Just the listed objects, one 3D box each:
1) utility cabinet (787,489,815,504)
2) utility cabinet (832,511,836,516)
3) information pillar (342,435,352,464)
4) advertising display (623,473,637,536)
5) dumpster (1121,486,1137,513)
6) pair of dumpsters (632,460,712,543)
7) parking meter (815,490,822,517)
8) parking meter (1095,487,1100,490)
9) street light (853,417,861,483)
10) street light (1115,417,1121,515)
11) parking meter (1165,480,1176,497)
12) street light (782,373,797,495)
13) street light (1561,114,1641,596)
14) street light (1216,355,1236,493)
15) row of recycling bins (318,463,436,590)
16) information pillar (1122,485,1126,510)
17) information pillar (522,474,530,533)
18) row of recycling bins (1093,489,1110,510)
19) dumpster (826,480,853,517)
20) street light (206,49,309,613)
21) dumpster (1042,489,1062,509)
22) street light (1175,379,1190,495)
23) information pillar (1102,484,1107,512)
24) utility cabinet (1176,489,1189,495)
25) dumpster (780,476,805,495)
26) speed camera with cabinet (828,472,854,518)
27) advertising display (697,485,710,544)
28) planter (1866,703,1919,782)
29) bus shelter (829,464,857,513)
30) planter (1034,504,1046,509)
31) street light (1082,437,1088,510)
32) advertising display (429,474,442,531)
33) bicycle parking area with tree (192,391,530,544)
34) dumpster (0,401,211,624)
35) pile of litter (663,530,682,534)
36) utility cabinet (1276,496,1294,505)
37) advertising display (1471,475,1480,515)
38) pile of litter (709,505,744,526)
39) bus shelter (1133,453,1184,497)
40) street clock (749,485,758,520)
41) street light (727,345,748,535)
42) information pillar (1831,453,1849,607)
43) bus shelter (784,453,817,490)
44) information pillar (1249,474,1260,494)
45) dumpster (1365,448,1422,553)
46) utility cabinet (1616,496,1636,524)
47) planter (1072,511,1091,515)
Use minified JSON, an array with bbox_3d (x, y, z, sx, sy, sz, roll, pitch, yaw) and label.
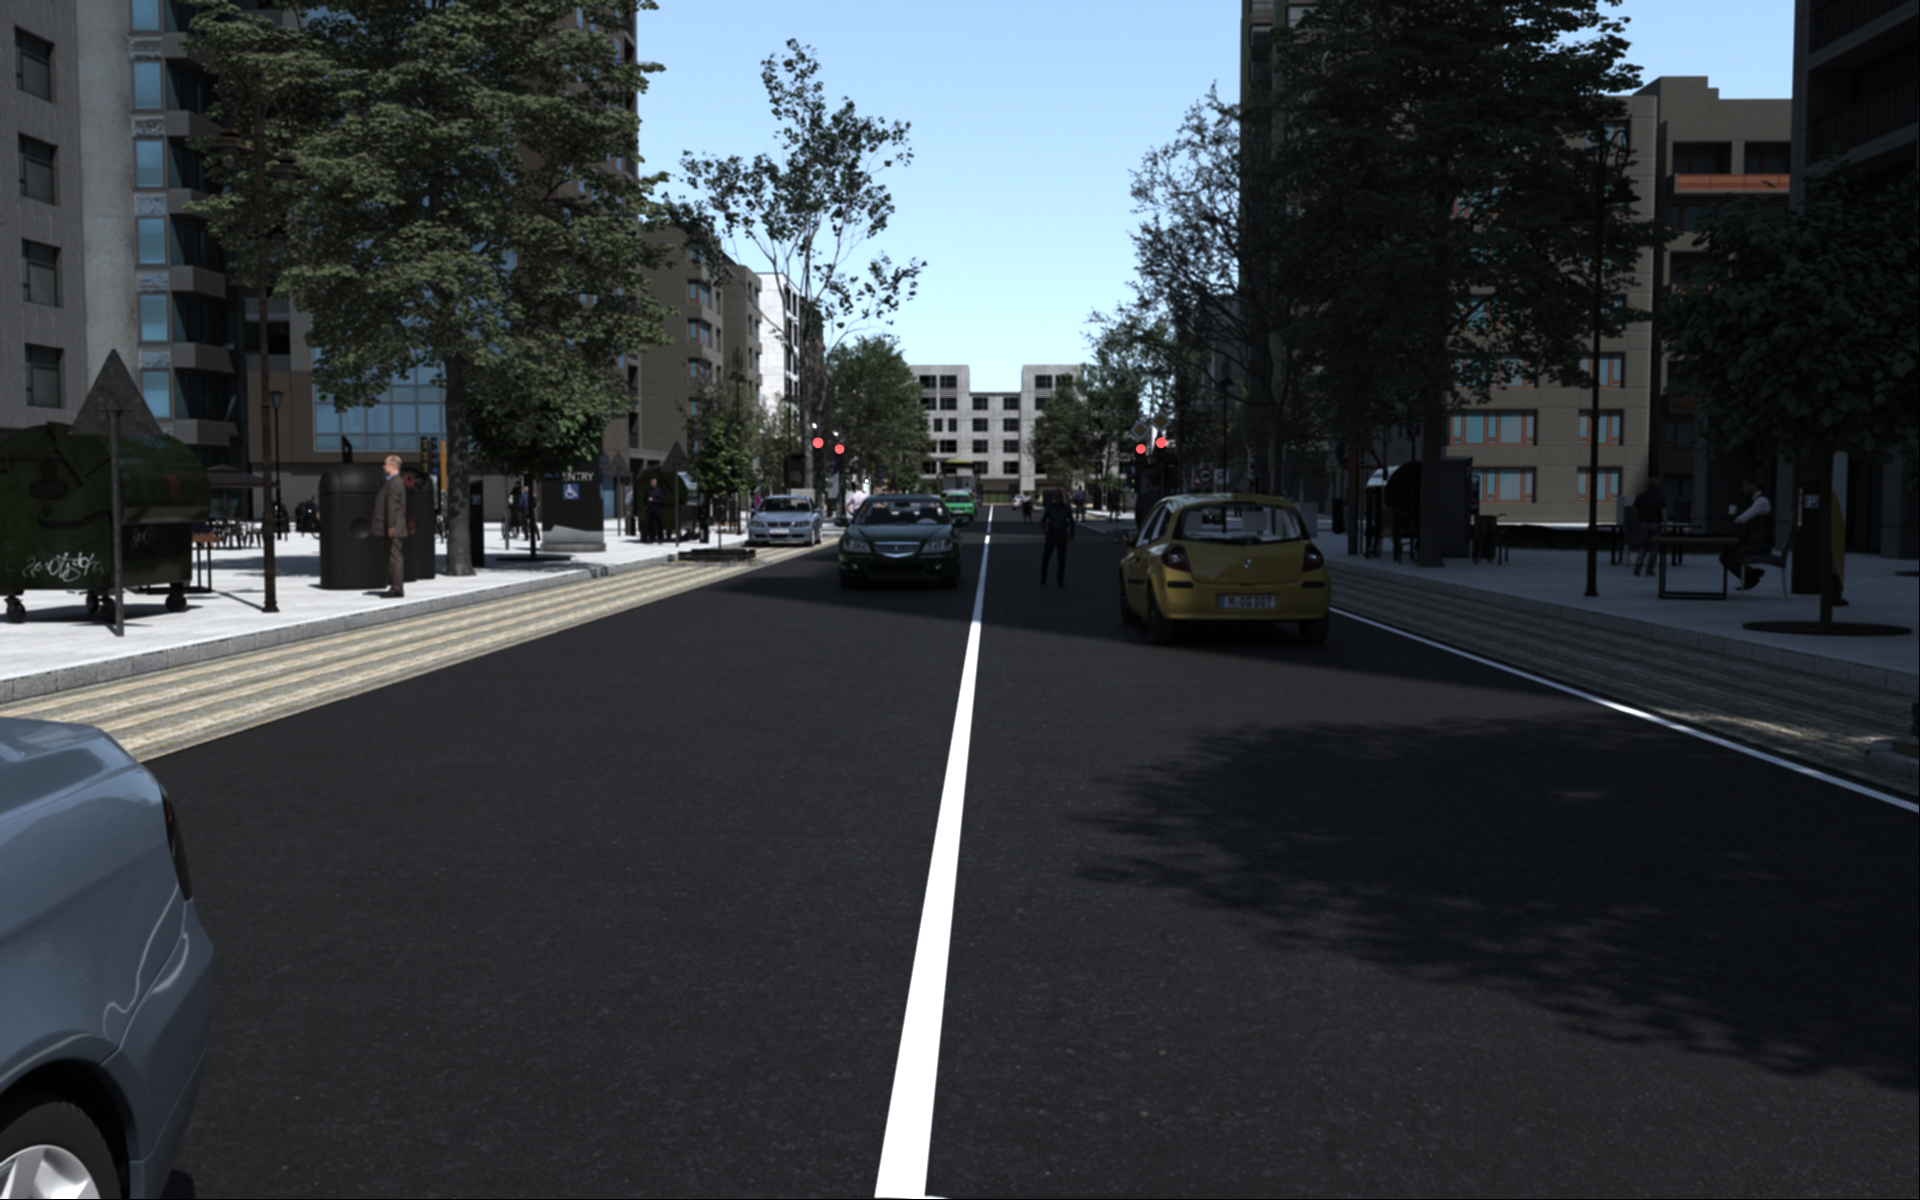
[{"bbox_3d":[-6.931,-4.093,75.602,1.173,1.500,0.318,-1,4,-13],"label":"utility cabinet"},{"bbox_3d":[-7.288,-5.635,103.289,0.306,1.237,1.020,3,5,41],"label":"utility cabinet"},{"bbox_3d":[-24.412,-4.751,69.038,0.183,3.616,0.504,1,4,21],"label":"information pillar"},{"bbox_3d":[-10.158,-2.945,53.365,0.123,1.923,0.974,-2,4,-29],"label":"advertising display"},{"bbox_3d":[11.410,-6.684,115.039,1.264,1.857,1.865,0,4,1],"label":"dumpster"},{"bbox_3d":[-7.869,-2.753,47.511,1.574,2.255,4.437,0,4,1],"label":"pair of dumpsters"},{"bbox_3d":[-7.875,-5.379,96.359,0.372,1.533,0.369,0,3,0],"label":"parking meter"},{"bbox_3d":[11.127,-8.233,140.317,0.255,1.863,0.399,-3,5,-45],"label":"parking meter"},{"bbox_3d":[-5.985,-7.885,101.702,0.468,5.910,1.993,0,4,1],"label":"street light"},{"bbox_3d":[9.617,-8.053,104.448,0.468,5.910,1.993,0,4,1],"label":"street light"},{"bbox_3d":[8.817,-4.084,72.481,0.399,1.863,0.255,-1,4,-16],"label":"parking meter"},{"bbox_3d":[-6.504,-5.703,66.026,0.468,5.910,1.993,0,4,1],"label":"street light"},{"bbox_3d":[7.947,-2.987,21.627,0.468,5.910,1.993,0,4,1],"label":"street light"},{"bbox_3d":[8.692,-5.136,56.762,0.468,5.910,1.993,0,4,1],"label":"street light"},{"bbox_3d":[-8.334,-1.080,24.769,1.069,1.692,3.534,0,4,-3],"label":"row of recycling bins"},{"bbox_3d":[12.998,-8.067,136.385,0.304,2.012,0.304,-3,5,-41],"label":"information pillar"},{"bbox_3d":[-14.305,-3.232,57.340,0.304,2.012,0.304,0,4,-2],"label":"information pillar"},{"bbox_3d":[11.239,-7.950,137.096,1.069,1.692,3.534,0,4,-5],"label":"row of recycling bins"},{"bbox_3d":[-6.765,-5.747,96.457,1.502,2.255,1.985,0,4,1],"label":"dumpster"},{"bbox_3d":[-7.492,-2.805,18.646,0.468,5.910,1.993,0,4,1],"label":"street light"},{"bbox_3d":[8.557,-9.341,160.936,1.865,1.857,1.264,0,4,1],"label":"dumpster"},{"bbox_3d":[8.851,-5.892,69.116,0.468,5.910,1.993,0,4,1],"label":"street light"},{"bbox_3d":[10.232,-7.242,122.894,0.304,2.012,0.304,0,4,-7],"label":"information pillar"},{"bbox_3d":[10.327,-4.466,81.698,0.318,1.500,1.173,3,5,45],"label":"utility cabinet"},{"bbox_3d":[-8.911,-5.575,93.651,1.502,2.255,1.985,0,4,1],"label":"dumpster"},{"bbox_3d":[-6.341,-5.992,92.301,0.660,3.252,2.038,1,4,23],"label":"speed camera with cabinet"},{"bbox_3d":[-6.682,-2.444,45.178,0.123,1.923,0.974,-1,4,-21],"label":"advertising display"},{"bbox_3d":[5.728,0.764,8.654,1.991,0.319,1.994,0,4,1],"label":"planter"},{"bbox_3d":[-7.996,-7.611,118.366,2.014,3.302,5.546,0,4,1],"label":"bus shelter"},{"bbox_3d":[9.330,-10.633,194.986,1.991,0.319,1.994,0,4,1],"label":"planter"},{"bbox_3d":[10.132,-10.216,139.818,0.468,5.910,1.993,0,4,1],"label":"street light"},{"bbox_3d":[-16.959,-3.088,55.709,0.123,1.923,0.974,-3,5,-43],"label":"advertising display"},{"bbox_3d":[-16.570,-3.731,48.008,8.231,4.147,9.016,1,4,20],"label":"bicycle parking area with tree"},{"bbox_3d":[-8.899,-0.942,17.889,1.502,2.255,1.985,0,4,1],"label":"dumpster"},{"bbox_3d":[-9.579,-2.584,56.212,1.176,0.858,1.719,0,4,0],"label":"pile of litter"},{"bbox_3d":[8.611,-2.126,45.918,0.306,1.237,1.020,0,4,-1],"label":"utility cabinet"},{"bbox_3d":[16.896,-3.229,58.011,0.974,1.923,0.123,0,4,-3],"label":"advertising display"},{"bbox_3d":[-9.393,-3.397,69.514,1.719,0.858,1.176,-2,4,-32],"label":"pile of litter"},{"bbox_3d":[9.891,-5.682,86.823,2.014,3.302,5.546,0,4,1],"label":"bus shelter"},{"bbox_3d":[-9.910,-4.786,82.820,0.471,2.002,0.358,3,4,36],"label":"street clock"},{"bbox_3d":[-6.906,-4.963,53.940,0.468,5.910,1.993,0,4,1],"label":"street light"},{"bbox_3d":[10.020,-1.736,19.746,0.183,3.616,0.504,3,5,41],"label":"information pillar"},{"bbox_3d":[-8.927,-6.624,99.586,1.731,3.624,6.357,0,4,1],"label":"bus shelter"},{"bbox_3d":[11.031,-3.698,64.961,0.304,2.012,0.304,-2,4,-31],"label":"information pillar"},{"bbox_3d":[9.771,-2.153,37.696,1.502,2.255,1.985,0,4,1],"label":"dumpster"},{"bbox_3d":[25.289,-3.337,65.715,1.020,1.237,0.306,-3,5,-43],"label":"utility cabinet"},{"bbox_3d":[7.839,-5.910,117.762,1.991,0.319,1.994,0,4,1],"label":"planter"}]
